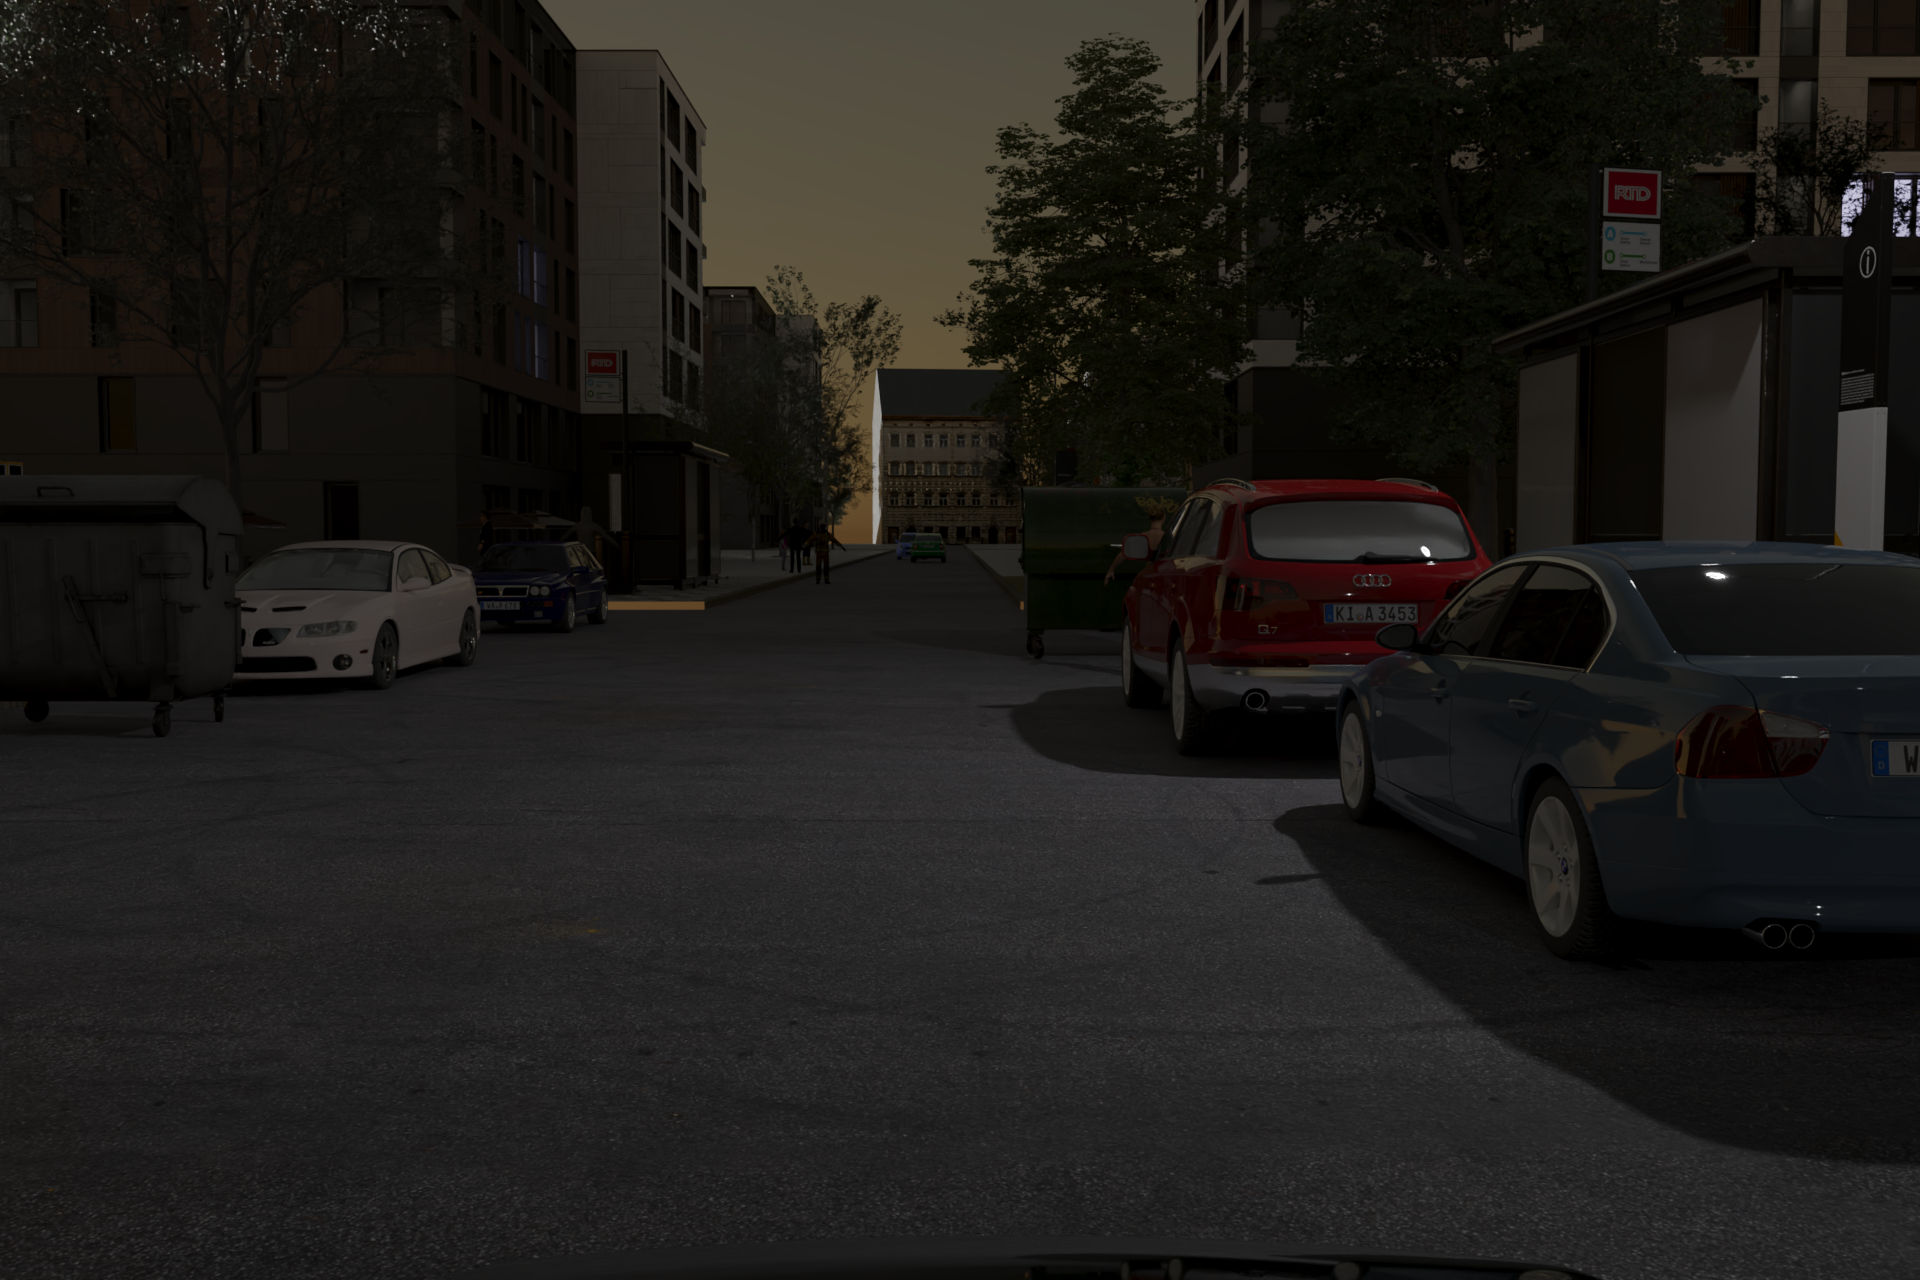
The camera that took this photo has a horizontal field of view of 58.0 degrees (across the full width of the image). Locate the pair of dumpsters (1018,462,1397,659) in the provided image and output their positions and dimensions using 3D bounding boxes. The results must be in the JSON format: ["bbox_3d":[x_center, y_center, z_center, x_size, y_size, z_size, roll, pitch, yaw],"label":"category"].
[{"bbox_3d":[2.895,-0.942,20.348,4.436,2.255,1.574,0,3,0],"label":"pair of dumpsters"}]

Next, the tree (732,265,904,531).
[{"bbox_3d":[-11.172,-16.416,124.289,12.611,20.169,13.585,0,3,0],"label":"tree"}]

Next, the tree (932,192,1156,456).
[{"bbox_3d":[4.174,-14.811,98.051,12.611,20.169,13.585,0,3,0],"label":"tree"}]

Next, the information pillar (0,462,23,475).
[{"bbox_3d":[-9.782,-0.809,17.720,0.304,2.012,0.304,0,4,-1],"label":"information pillar"}]

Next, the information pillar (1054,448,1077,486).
[{"bbox_3d":[3.178,-3.843,52.213,0.750,3.857,0.750,0,4,-2],"label":"information pillar"}]

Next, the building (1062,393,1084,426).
[{"bbox_3d":[21.553,-22.853,204.570,19.493,23.208,18.063,0,4,0],"label":"building"}]

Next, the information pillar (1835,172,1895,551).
[{"bbox_3d":[6.008,-1.234,11.532,0.183,3.616,0.504,0,3,0],"label":"information pillar"}]

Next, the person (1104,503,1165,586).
[{"bbox_3d":[1.987,-0.485,17.196,1.217,1.733,0.721,2,4,28],"label":"person"}]

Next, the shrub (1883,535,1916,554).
[{"bbox_3d":[27.819,-2.901,51.844,1.690,2.028,1.600,0,3,0],"label":"shrub"}]

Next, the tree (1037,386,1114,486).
[{"bbox_3d":[6.111,-8.173,83.996,4.360,8.622,3.978,0,3,0],"label":"tree"}]

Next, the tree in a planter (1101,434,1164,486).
[{"bbox_3d":[3.013,-2.064,30.973,1.991,3.239,1.994,0,4,-1],"label":"tree in a planter"}]

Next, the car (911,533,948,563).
[{"bbox_3d":[-1.600,-4.851,88.117,1.959,1.807,4.718,0,4,-1],"label":"car"}]

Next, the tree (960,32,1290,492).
[{"bbox_3d":[3.790,-7.480,40.421,7.486,12.596,7.792,0,3,0],"label":"tree"}]

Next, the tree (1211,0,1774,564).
[{"bbox_3d":[9.137,-7.521,29.622,9.857,13.997,8.962,0,3,0],"label":"tree"}]

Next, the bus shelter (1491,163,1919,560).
[{"bbox_3d":[6.628,-2.380,16.541,2.179,5.291,8.768,0,4,0],"label":"bus shelter"}]

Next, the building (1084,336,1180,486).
[{"bbox_3d":[21.129,-18.168,163.504,16.747,18.905,31.486,0,4,0],"label":"building"}]

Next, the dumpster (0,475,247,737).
[{"bbox_3d":[-6.345,-0.271,12.646,1.865,1.857,1.264,0,4,0],"label":"dumpster"}]

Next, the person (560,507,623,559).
[{"bbox_3d":[-7.227,-1.680,33.595,1.348,1.813,0.705,0,4,3],"label":"person"}]

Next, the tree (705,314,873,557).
[{"bbox_3d":[-10.009,-11.382,96.458,12.009,13.543,11.850,0,3,0],"label":"tree"}]

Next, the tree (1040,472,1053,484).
[{"bbox_3d":[14.722,-19.628,227.576,9.857,13.997,8.962,0,3,0],"label":"tree"}]

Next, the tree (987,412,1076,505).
[{"bbox_3d":[5.516,-11.457,121.734,7.601,10.594,8.767,-1,4,-18],"label":"tree"}]

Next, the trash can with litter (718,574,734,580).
[{"bbox_3d":[-7.092,-2.357,49.602,1.678,1.210,2.233,0,4,-1],"label":"trash can with litter"}]

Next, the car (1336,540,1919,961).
[{"bbox_3d":[2.837,0.299,7.121,2.014,1.417,4.499,0,4,-1],"label":"car"}]

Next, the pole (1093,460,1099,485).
[{"bbox_3d":[3.683,-3.241,46.839,0.158,3.312,0.155,0,3,0],"label":"pole"}]

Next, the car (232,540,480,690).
[{"bbox_3d":[-6.209,-0.309,17.421,2.083,1.381,4.827,0,4,-1],"label":"car"}]

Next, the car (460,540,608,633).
[{"bbox_3d":[-6.493,-0.838,26.274,1.945,1.354,3.894,0,4,-1],"label":"car"}]

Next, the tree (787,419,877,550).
[{"bbox_3d":[-10.377,-12.516,139.044,8.767,10.594,7.601,1,4,12],"label":"tree"}]

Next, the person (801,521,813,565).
[{"bbox_3d":[-6.292,-3.987,71.322,0.704,1.812,1.346,3,5,43],"label":"person"}]

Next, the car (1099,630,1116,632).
[{"bbox_3d":[2.884,-0.865,26.730,1.945,1.354,3.894,0,4,0],"label":"car"}]

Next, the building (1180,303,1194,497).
[{"bbox_3d":[24.618,-17.136,111.100,19.493,23.208,18.063,0,3,0],"label":"building"}]

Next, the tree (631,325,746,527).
[{"bbox_3d":[-9.407,-6.770,61.057,4.360,8.622,3.978,0,3,0],"label":"tree"}]

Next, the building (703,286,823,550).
[{"bbox_3d":[-27.584,-19.273,159.094,27.936,21.610,32.646,0,4,-1],"label":"building"}]

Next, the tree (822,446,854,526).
[{"bbox_3d":[-18.392,-19.523,225.862,9.857,13.997,8.962,0,3,0],"label":"tree"}]

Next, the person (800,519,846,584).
[{"bbox_3d":[-3.946,-2.540,49.747,1.354,1.858,0.705,-1,4,-14],"label":"person"}]

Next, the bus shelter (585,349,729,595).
[{"bbox_3d":[-7.063,-3.842,40.441,2.179,5.291,8.768,0,3,0],"label":"bus shelter"}]

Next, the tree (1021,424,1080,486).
[{"bbox_3d":[5.697,-9.965,113.295,4.360,8.622,3.978,0,3,0],"label":"tree"}]

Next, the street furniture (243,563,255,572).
[{"bbox_3d":[-20.150,-2.139,50.592,10.072,0.657,5.734,-1,4,-15],"label":"street furniture"}]

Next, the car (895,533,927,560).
[{"bbox_3d":[-2.705,-5.411,98.059,1.945,1.707,3.694,0,4,-1],"label":"car"}]

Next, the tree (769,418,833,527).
[{"bbox_3d":[-10.100,-9.601,107.338,4.737,8.622,4.395,0,3,0],"label":"tree"}]

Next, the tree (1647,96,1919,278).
[{"bbox_3d":[18.781,-6.234,36.344,8.767,10.594,7.601,0,4,4],"label":"tree"}]

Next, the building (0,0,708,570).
[{"bbox_3d":[-26.664,-13.904,71.301,27.936,21.610,32.646,0,3,0],"label":"building"}]

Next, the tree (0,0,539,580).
[{"bbox_3d":[-12.338,-7.264,29.143,12.009,13.543,11.850,0,3,0],"label":"tree"}]

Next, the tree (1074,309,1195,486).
[{"bbox_3d":[5.435,-6.425,55.410,4.737,8.622,4.395,0,3,0],"label":"tree"}]

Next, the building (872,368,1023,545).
[{"bbox_3d":[-1.968,-24.196,228.986,18.063,23.208,19.493,0,4,-6],"label":"building"}]

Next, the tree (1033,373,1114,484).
[{"bbox_3d":[5.518,-7.856,78.806,4.360,8.622,3.978,0,3,0],"label":"tree"}]

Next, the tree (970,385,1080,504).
[{"bbox_3d":[5.704,-13.781,135.683,12.009,13.543,11.850,0,3,0],"label":"tree"}]

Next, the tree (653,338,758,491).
[{"bbox_3d":[-9.507,-7.017,65.093,4.360,8.622,3.978,0,3,0],"label":"tree"}]

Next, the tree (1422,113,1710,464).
[{"bbox_3d":[16.002,-7.790,45.492,7.486,12.596,7.792,0,3,0],"label":"tree"}]

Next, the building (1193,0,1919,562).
[{"bbox_3d":[22.958,-13.761,68.973,27.936,21.610,32.646,0,4,0],"label":"building"}]

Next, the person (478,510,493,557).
[{"bbox_3d":[-11.013,-2.093,40.161,0.705,1.837,1.347,-1,4,-12],"label":"person"}]

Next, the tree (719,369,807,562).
[{"bbox_3d":[-9.184,-7.843,78.602,4.737,8.622,4.395,0,3,0],"label":"tree"}]

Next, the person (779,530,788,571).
[{"bbox_3d":[-6.091,-3.134,60.508,0.599,1.433,0.991,0,4,-2],"label":"person"}]

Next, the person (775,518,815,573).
[{"bbox_3d":[-5.452,-3.124,57.301,1.346,1.802,0.704,-1,4,-14],"label":"person"}]

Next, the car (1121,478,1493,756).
[{"bbox_3d":[2.394,-0.248,12.736,2.281,1.827,5.304,0,4,-1],"label":"car"}]
